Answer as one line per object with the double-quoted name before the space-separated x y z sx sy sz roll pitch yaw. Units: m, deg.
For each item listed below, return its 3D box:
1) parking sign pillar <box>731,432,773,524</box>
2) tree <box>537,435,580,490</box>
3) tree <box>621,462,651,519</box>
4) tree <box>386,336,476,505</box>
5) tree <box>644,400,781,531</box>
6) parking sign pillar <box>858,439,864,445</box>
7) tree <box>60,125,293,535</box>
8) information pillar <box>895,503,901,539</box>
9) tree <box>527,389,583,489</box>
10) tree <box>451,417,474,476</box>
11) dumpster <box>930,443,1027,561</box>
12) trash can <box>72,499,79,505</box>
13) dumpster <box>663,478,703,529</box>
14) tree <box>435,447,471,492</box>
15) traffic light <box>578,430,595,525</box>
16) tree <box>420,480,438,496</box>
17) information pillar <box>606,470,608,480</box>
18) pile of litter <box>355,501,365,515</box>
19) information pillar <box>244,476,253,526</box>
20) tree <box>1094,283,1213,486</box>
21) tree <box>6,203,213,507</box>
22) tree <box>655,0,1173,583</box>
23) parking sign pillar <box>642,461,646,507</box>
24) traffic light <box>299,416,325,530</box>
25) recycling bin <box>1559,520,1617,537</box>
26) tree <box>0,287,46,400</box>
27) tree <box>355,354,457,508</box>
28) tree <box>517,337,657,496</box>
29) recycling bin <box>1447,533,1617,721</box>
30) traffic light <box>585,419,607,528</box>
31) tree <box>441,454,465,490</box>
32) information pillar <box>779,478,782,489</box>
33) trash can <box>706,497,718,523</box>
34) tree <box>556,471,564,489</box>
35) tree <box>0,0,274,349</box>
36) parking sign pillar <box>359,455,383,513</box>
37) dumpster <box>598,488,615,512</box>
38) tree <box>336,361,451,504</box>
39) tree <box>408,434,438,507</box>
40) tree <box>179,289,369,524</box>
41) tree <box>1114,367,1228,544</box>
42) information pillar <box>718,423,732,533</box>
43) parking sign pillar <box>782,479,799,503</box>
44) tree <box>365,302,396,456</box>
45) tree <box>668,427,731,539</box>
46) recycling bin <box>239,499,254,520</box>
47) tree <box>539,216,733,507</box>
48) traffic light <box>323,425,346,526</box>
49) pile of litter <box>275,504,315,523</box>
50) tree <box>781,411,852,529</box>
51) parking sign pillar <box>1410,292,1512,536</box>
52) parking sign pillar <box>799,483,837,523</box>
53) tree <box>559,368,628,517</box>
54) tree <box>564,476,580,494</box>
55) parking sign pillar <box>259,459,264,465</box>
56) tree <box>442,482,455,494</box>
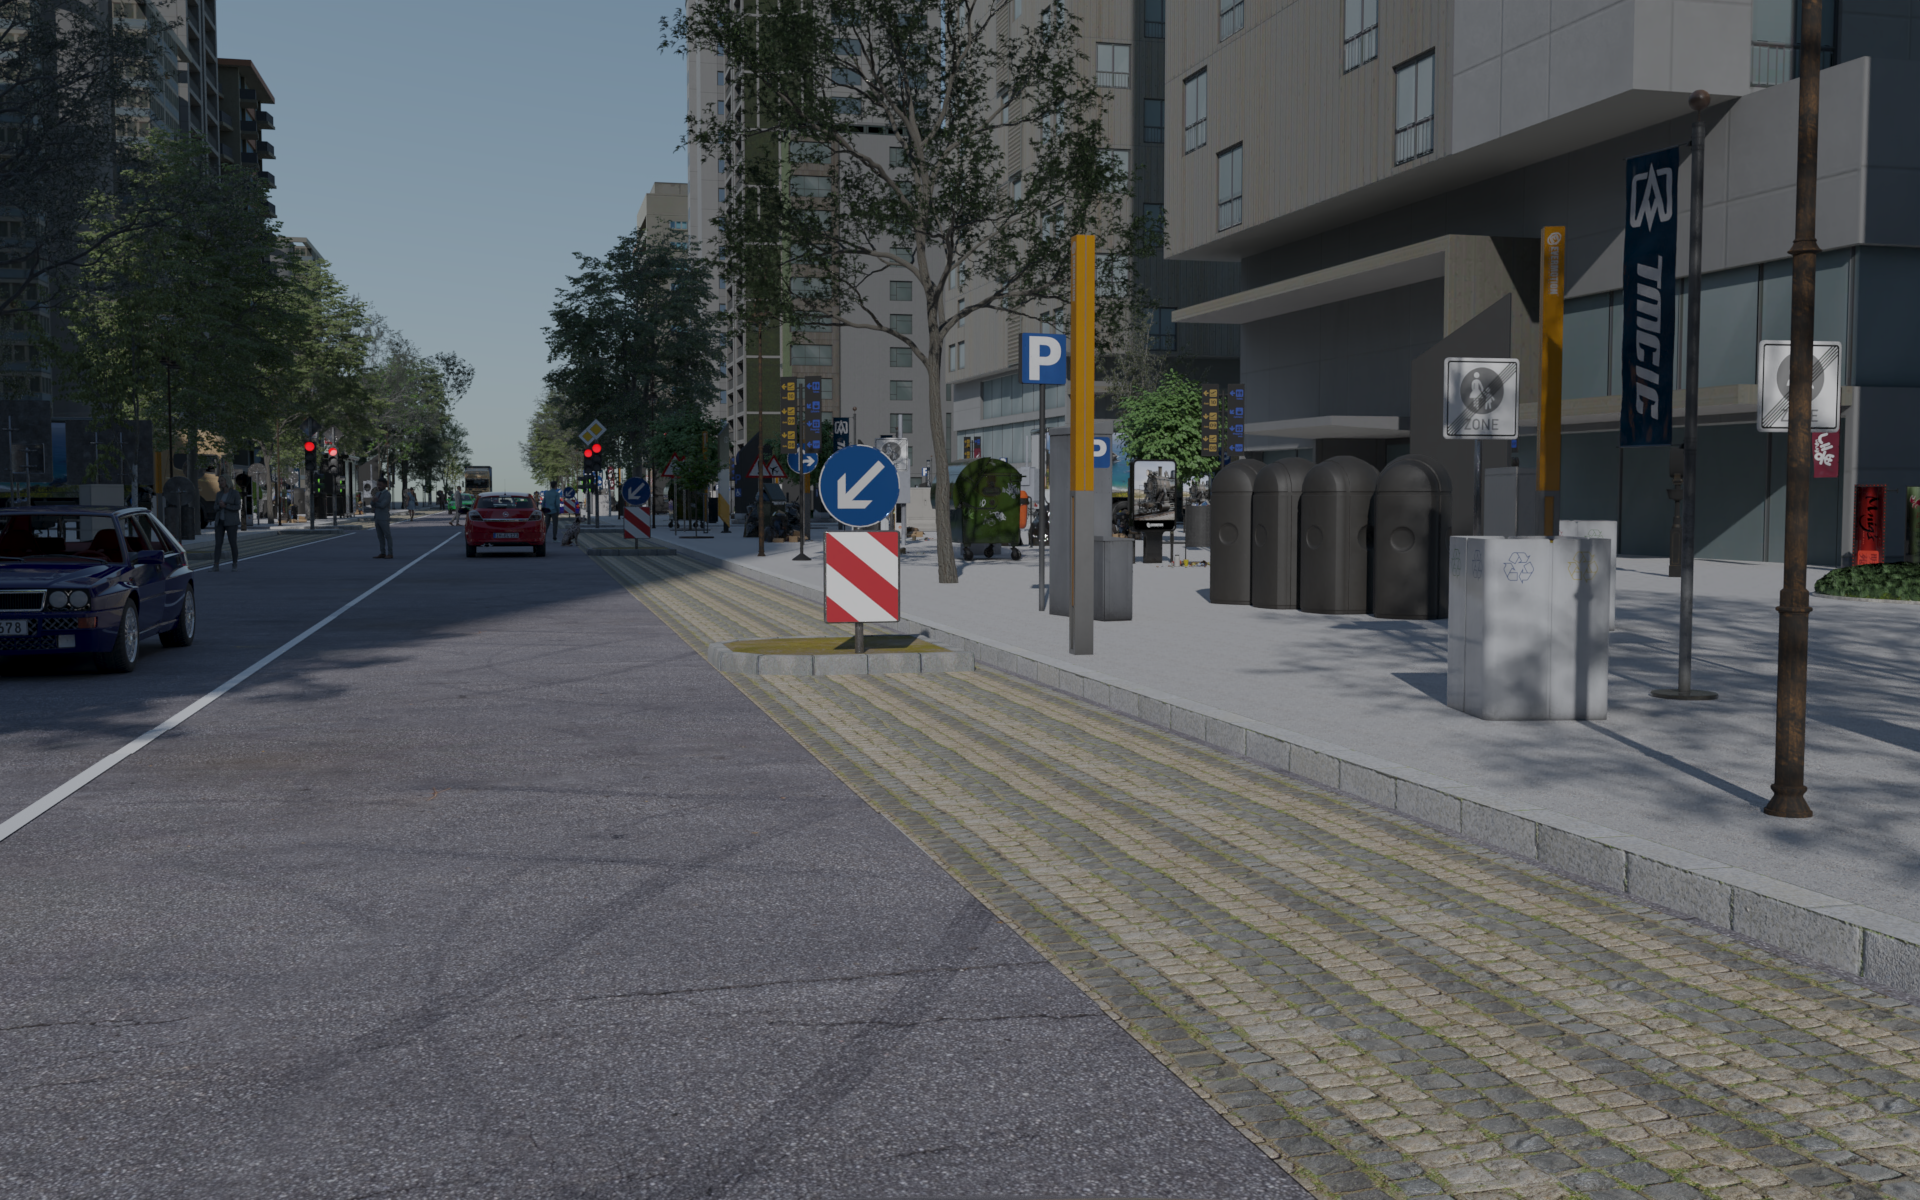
"parking sign pillar" -9.070 -5.236 74.074 1.447 3.967 1.447 2 4 34
"tree" -53.923 -18.960 235.757 9.928 11.665 9.643 0 3 0
"tree" -17.095 -5.818 89.723 1.663 3.219 1.824 0 3 0
"tree" -65.259 -21.576 208.649 12.611 20.169 13.585 0 3 0
"tree" -9.446 -4.722 60.925 4.285 4.588 4.351 0 3 0
"parking sign pillar" -4.522 -5.957 85.874 1.447 3.967 1.447 2 4 32
"tree" -24.096 -8.331 54.346 7.486 12.596 7.792 0 3 0
"information pillar" -1.695 -2.750 49.449 0.304 2.012 0.304 0 4 6
"tree" -40.509 -15.831 176.960 7.486 12.596 7.792 0 3 0
"tree" -68.462 -18.607 229.980 9.928 11.665 9.643 0 3 0
"dumpster" 0.362 -1.917 33.841 1.502 2.255 1.985 -1 4 -14
"trash can" -23.569 -2.152 46.832 0.748 1.137 0.748 0 3 0
"dumpster" -10.254 -3.810 64.787 1.502 2.255 1.985 -1 4 -14
"tree" -86.198 -22.052 294.966 7.601 10.594 8.767 -1 4 -8
"traffic light" -15.561 -5.107 72.425 0.839 4.253 0.868 -1 4 -14
"tree" -56.045 -11.472 182.172 1.663 3.219 1.824 0 3 0
"information pillar" -29.450 -9.397 145.001 0.504 3.616 0.183 3 4 38
"pile of litter" -37.994 -5.808 108.927 1.176 0.858 1.719 -2 4 -26
"information pillar" -28.346 -3.940 68.914 0.304 2.012 0.304 -3 5 -43
"tree" 6.390 -6.714 60.138 4.360 8.622 3.978 0 3 0
"tree" -20.915 -5.677 43.189 4.737 8.622 4.395 0 3 0
"tree" -0.506 -5.523 24.717 7.601 10.594 8.767 0 4 7
"parking sign pillar" -21.660 -7.970 118.774 1.447 3.967 1.447 0 4 5
"traffic light" -23.286 -4.482 62.207 0.839 4.253 0.868 -1 4 -14
"recycling bin" 5.869 -0.247 16.589 0.722 1.027 0.722 1 4 16
"tree" -32.271 -6.512 56.835 4.360 8.622 3.978 0 3 0
"tree" -49.718 -15.190 155.017 9.857 13.997 8.962 0 3 0
"tree" -28.347 -13.694 134.273 12.009 13.543 11.850 0 3 0
"recycling bin" 3.313 0.148 10.130 0.722 1.027 0.722 0 4 -2
"traffic light" -13.588 -4.634 64.687 0.839 4.253 0.868 -1 4 -14
"tree" -80.901 -19.929 276.197 4.737 8.622 4.395 0 3 0
"information pillar" -15.152 -9.458 145.990 0.183 3.616 0.504 -2 4 -25
"trash can" -10.914 -3.935 75.998 0.748 1.137 0.748 0 3 0
"tree" -57.035 -18.112 246.500 4.737 8.622 4.395 0 3 0
"tree" -16.552 -7.099 26.442 12.009 13.543 11.850 0 3 0
"parking sign pillar" -40.647 -7.988 119.074 1.447 3.967 1.447 -1 4 -18
"dumpster" -25.941 -7.422 127.111 1.264 1.857 1.865 -1 4 -14
"tree" -44.895 -12.729 133.876 9.928 11.665 9.643 0 3 0
"tree" -54.922 -13.855 176.889 4.360 8.622 3.978 0 3 0
"tree" -29.743 -8.581 74.711 8.767 10.594 7.601 -1 4 -10
"tree" 5.603 -3.750 45.023 4.285 4.588 4.351 0 3 0
"information pillar" -7.769 -4.016 57.017 0.183 3.616 0.504 2 4 34
"parking sign pillar" -10.204 -7.189 106.019 1.447 3.967 1.447 0 4 7
"tree" -31.115 -10.081 82.951 7.486 12.596 7.792 0 3 0
"tree" -7.749 -3.409 50.339 1.663 3.219 1.824 0 3 0
"recycling bin" -35.244 -4.445 85.231 0.722 1.027 0.722 -3 5 -40
"tree" -15.204 -10.651 80.793 9.857 13.997 8.962 0 3 0
"traffic light" -25.259 -4.956 69.946 0.839 4.253 0.868 -1 4 -14
"pile of litter" -29.569 -3.858 77.041 1.719 0.858 1.176 -1 4 -18
"tree" -5.575 -4.938 64.444 4.285 4.588 4.351 0 3 0
"parking sign pillar" 6.840 -2.153 23.668 1.447 3.967 1.447 2 4 25
"parking sign pillar" -6.238 -5.465 77.831 1.447 3.967 1.447 -1 4 -20
"tree" -20.033 -9.026 97.943 4.360 8.622 3.978 0 3 0
"tree" -38.134 -10.818 171.478 1.663 3.219 1.824 0 3 0
"parking sign pillar" -52.980 -8.694 130.615 1.447 3.967 1.447 1 4 9
"tree" -69.899 -14.766 236.023 1.663 3.219 1.824 0 3 0
